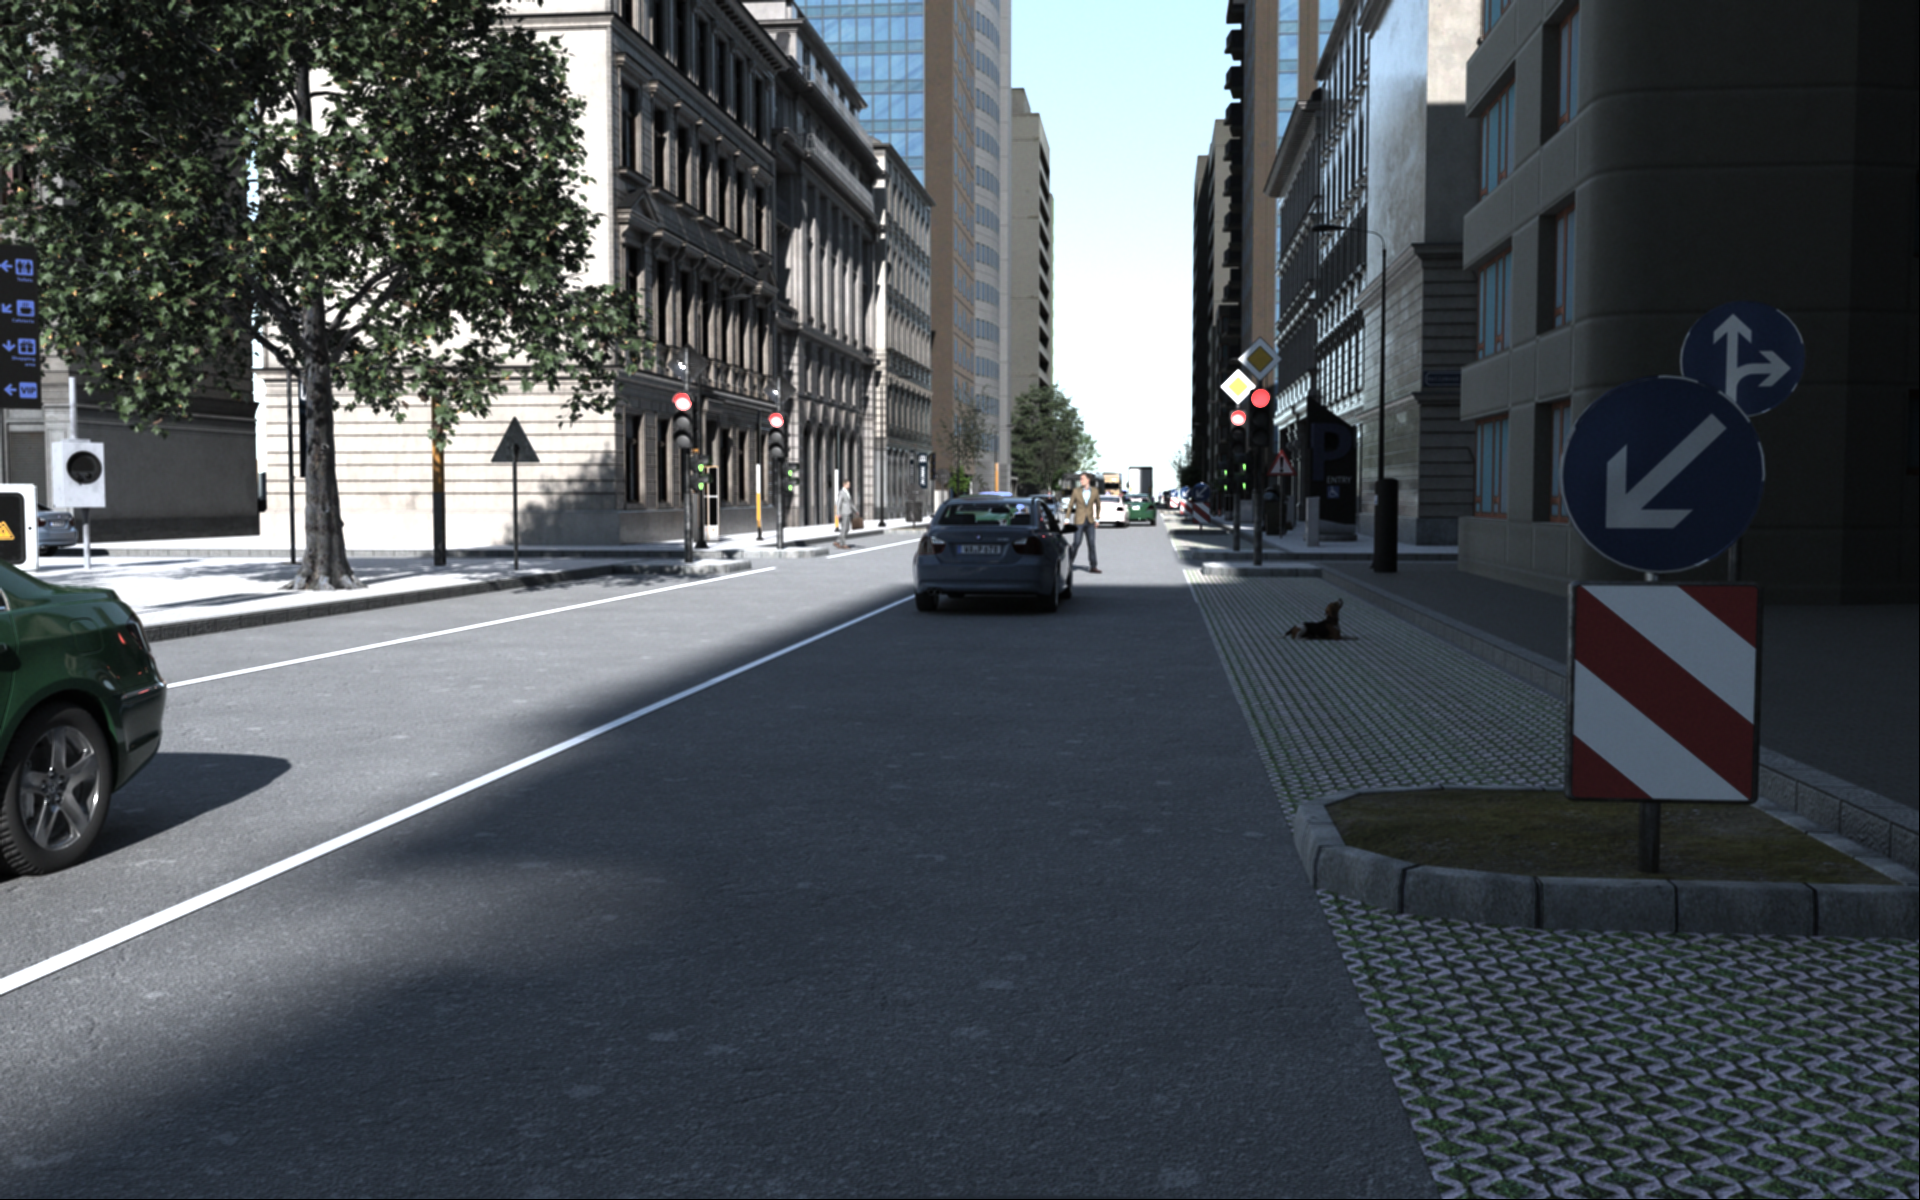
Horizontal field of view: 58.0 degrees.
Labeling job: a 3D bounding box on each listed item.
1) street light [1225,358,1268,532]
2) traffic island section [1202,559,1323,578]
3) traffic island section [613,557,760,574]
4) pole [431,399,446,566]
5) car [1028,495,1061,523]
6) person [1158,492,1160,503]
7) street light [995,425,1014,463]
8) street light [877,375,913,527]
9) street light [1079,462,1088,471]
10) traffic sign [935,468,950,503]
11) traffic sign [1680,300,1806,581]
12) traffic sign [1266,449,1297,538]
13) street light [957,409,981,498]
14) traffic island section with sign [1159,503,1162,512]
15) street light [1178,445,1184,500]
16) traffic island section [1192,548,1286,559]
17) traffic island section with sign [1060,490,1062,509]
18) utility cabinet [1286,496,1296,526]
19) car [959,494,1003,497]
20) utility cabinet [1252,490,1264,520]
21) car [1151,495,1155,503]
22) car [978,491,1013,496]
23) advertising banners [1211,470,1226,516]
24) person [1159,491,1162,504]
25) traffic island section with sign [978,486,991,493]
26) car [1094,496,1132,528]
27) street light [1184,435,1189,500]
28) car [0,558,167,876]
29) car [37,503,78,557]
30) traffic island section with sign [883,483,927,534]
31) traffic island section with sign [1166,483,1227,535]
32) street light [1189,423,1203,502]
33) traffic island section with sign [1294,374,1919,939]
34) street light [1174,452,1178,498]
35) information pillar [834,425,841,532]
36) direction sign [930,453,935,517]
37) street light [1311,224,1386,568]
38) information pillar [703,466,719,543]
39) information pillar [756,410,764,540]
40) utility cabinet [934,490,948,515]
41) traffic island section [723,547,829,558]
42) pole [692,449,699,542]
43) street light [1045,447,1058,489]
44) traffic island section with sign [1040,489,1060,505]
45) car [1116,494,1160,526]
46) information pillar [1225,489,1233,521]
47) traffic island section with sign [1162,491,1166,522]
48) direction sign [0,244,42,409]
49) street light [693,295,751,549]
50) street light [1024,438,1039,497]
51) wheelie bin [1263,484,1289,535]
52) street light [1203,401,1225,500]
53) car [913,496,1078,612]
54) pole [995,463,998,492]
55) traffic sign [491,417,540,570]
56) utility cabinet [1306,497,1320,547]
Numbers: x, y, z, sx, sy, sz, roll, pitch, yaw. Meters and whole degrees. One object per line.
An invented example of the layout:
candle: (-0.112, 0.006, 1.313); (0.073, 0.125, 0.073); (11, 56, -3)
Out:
street light: (9.921, -5.303, 59.243); (1.470, 5.913, 1.316); (0, 4, 6)
traffic island section: (5.386, -0.546, 31.204); (2.009, 0.180, 2.903); (0, 4, 6)
traffic island section: (-5.090, -0.617, 32.370); (2.009, 0.180, 2.903); (0, 4, 6)
pole: (-9.336, -2.273, 31.004); (0.158, 3.312, 0.155); (0, 3, 0)
car: (3.958, -4.453, 84.812); (2.014, 1.417, 4.499); (0, 4, 8)
person: (30.665, -15.736, 266.590); (0.445, 1.727, 0.742); (0, 4, 8)
street light: (2.926, -8.793, 116.299); (1.470, 5.913, 1.316); (0, 4, 6)
street light: (-2.526, -5.822, 67.737); (1.470, 5.913, 1.316); (0, 4, 6)
street light: (17.998, -17.164, 253.174); (1.470, 5.913, 1.316); (0, 4, 6)
traffic sign: (-0.862, -5.239, 85.765); (0.768, 2.556, 0.104); (1, 4, 13)
traffic sign: (5.166, -0.698, 11.511); (0.768, 2.556, 0.104); (1, 4, 13)
traffic sign: (9.279, -3.058, 50.008); (0.884, 2.594, 0.081); (1, 4, 12)
street light: (0.450, -7.476, 94.775); (1.470, 5.913, 1.316); (0, 4, 6)
traffic island section with sign: (16.897, -7.885, 137.544); (1.989, 1.847, 2.006); (0, 4, 6)
street light: (21.516, -11.625, 162.605); (1.470, 5.913, 1.316); (0, 4, 6)
traffic island section: (6.269, -1.031, 39.140); (2.009, 0.180, 2.903); (0, 4, 6)
traffic island section with sign: (9.841, -9.659, 166.547); (1.989, 1.847, 2.006); (0, 4, 6)
utility cabinet: (13.214, -3.648, 70.803); (1.020, 1.237, 0.306); (2, 4, 24)
car: (0.587, -2.206, 47.863); (2.131, 1.459, 4.920); (0, 4, 5)
utility cabinet: (14.741, -4.649, 84.691); (1.173, 1.500, 0.318); (-3, 5, -40)
car: (28.084, -14.992, 257.691); (1.945, 1.354, 3.894); (0, 4, 7)
car: (1.101, -2.804, 55.439); (1.945, 1.707, 3.694); (0, 4, 4)
advertising banners: (14.907, -6.313, 99.411); (0.090, 3.025, 2.074); (-1, 4, -16)
person: (27.787, -14.138, 239.530); (0.599, 1.838, 0.709); (2, 4, 31)
traffic island section with sign: (1.302, -4.965, 89.814); (1.989, 1.847, 2.006); (0, 4, 6)
car: (6.319, -3.806, 74.597); (2.083, 1.381, 4.827); (0, 4, 8)
street light: (18.399, -9.938, 135.035); (1.470, 5.913, 1.316); (0, 4, 6)
car: (-4.466, 0.396, 5.326); (2.131, 1.459, 4.920); (0, 4, 7)
car: (-22.050, -1.622, 38.524); (4.499, 1.417, 2.014); (0, 4, 7)
traffic island section with sign: (-1.669, -3.327, 63.022); (1.989, 1.847, 2.006); (0, 4, 6)
traffic island section with sign: (8.440, -3.235, 61.524); (1.989, 1.847, 2.006); (0, 4, 6)
street light: (15.962, -8.625, 113.561); (1.470, 5.913, 1.316); (0, 4, 6)
traffic island section with sign: (2.319, 0.126, 6.567); (1.989, 1.847, 2.006); (0, 4, 6)
street light: (24.475, -13.279, 189.644); (1.470, 5.913, 1.316); (0, 4, 6)
information pillar: (-4.167, -4.128, 58.852); (0.183, 3.616, 0.504); (0, 4, 3)
direction sign: (-1.496, -6.315, 95.249); (0.379, 3.537, 0.876); (-1, 4, -17)
street light: (6.735, -3.508, 29.898); (1.470, 5.913, 1.316); (0, 4, 6)
information pillar: (-6.596, -2.531, 45.877); (0.304, 2.012, 0.304); (-2, 4, -32)
information pillar: (-5.555, -3.457, 47.882); (0.183, 3.616, 0.504); (0, 4, -1)
utility cabinet: (-1.104, -5.721, 102.220); (0.318, 1.500, 1.173); (2, 4, 28)
traffic island section: (-4.207, -1.102, 40.306); (2.009, 0.180, 2.903); (0, 4, 6)
pole: (-6.972, -3.181, 45.859); (0.158, 3.312, 0.155); (0, 3, 0)
street light: (9.004, -12.183, 171.730); (1.470, 5.913, 1.316); (0, 4, 6)
traffic island section with sign: (6.796, -7.979, 139.088); (1.989, 1.847, 2.006); (0, 4, 6)
car: (8.075, -4.132, 79.349); (2.131, 1.459, 4.920); (0, 4, 6)
information pillar: (12.978, -4.836, 83.561); (0.304, 2.012, 0.304); (3, 5, 43)
traffic island section with sign: (11.467, -4.899, 88.726); (1.989, 1.847, 2.006); (0, 4, 6)
direction sign: (-8.807, -1.450, 15.704); (0.876, 3.537, 0.379); (-3, 4, -38)
street light: (-5.557, -4.161, 40.575); (1.470, 5.913, 1.316); (0, 4, 6)
street light: (5.906, -10.519, 144.529); (1.470, 5.913, 1.316); (0, 4, 6)
wheelie bin: (9.857, -2.827, 54.128); (0.693, 1.594, 0.980); (1, 4, 23)
street light: (13.030, -6.971, 86.518); (1.470, 5.913, 1.316); (0, 4, 6)
car: (0.492, -0.637, 22.419); (2.014, 1.417, 4.499); (0, 4, 7)
pole: (2.406, -7.330, 113.695); (0.158, 3.312, 0.155); (0, 3, 0)
traffic sign: (-7.487, -1.782, 29.147); (0.884, 2.594, 0.081); (1, 4, 12)
utility cabinet: (8.658, -1.921, 42.568); (0.306, 1.237, 1.020); (1, 4, 9)
